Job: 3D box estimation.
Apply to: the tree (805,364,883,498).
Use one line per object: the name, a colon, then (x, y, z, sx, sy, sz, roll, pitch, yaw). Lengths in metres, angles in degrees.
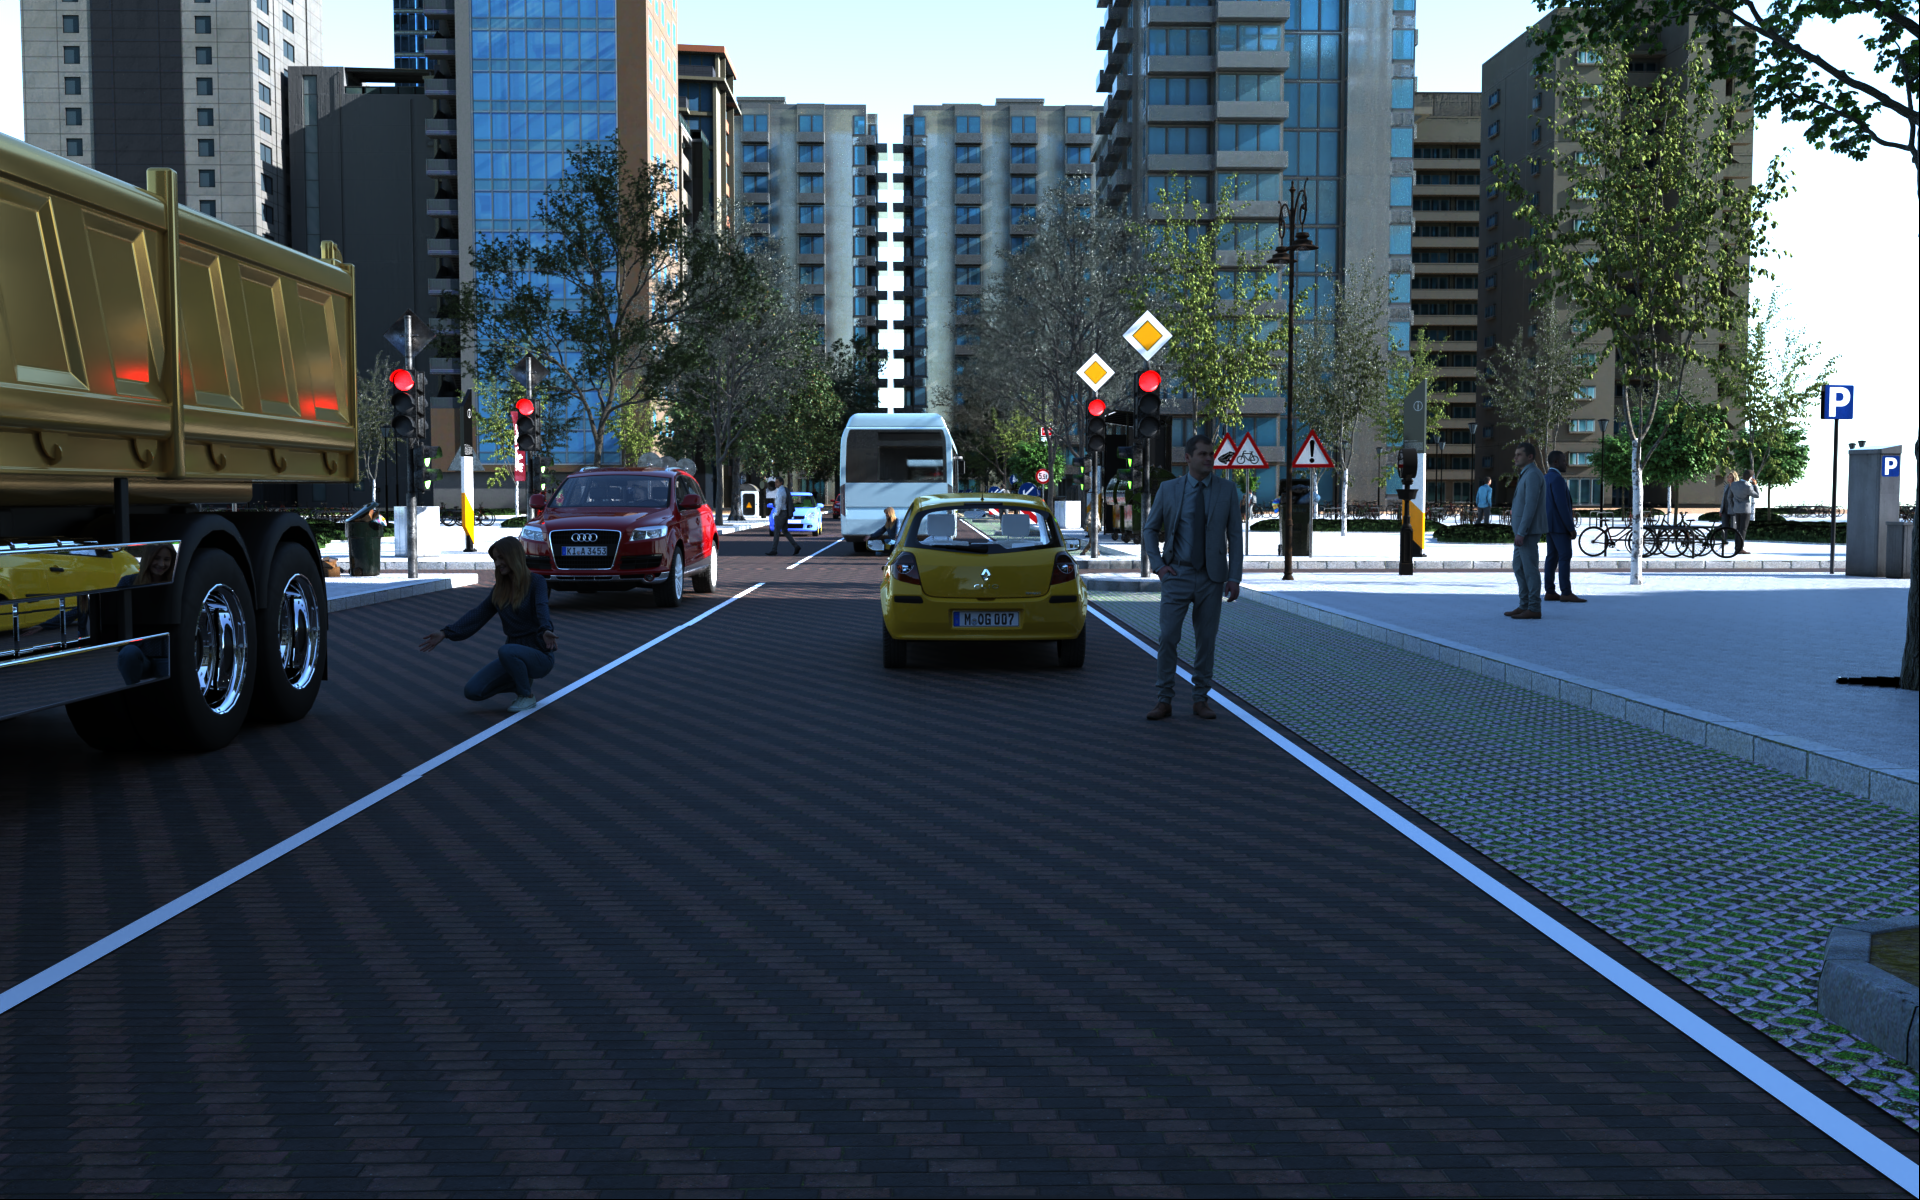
tree: (-12.055, -16.108, 170.017, 9.857, 13.997, 8.962, 0, 3, 0)

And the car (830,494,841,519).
car: (-6.527, -5.666, 101.685, 2.155, 1.783, 4.494, 0, 4, -2)

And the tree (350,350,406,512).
tree: (-30.214, -8.504, 89.403, 4.360, 8.622, 3.978, 0, 3, 0)

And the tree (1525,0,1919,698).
tree: (6.578, -5.217, 11.052, 9.928, 11.665, 9.643, 0, 3, 0)

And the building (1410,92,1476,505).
building: (60.649, -36.019, 212.613, 21.600, 48.544, 21.300, 0, 4, -1)

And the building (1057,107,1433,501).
building: (25.829, -28.996, 165.967, 32.217, 40.220, 23.993, 0, 4, -1)

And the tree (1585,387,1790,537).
tree: (21.726, -4.217, 52.661, 4.285, 4.588, 4.351, 0, 3, 0)

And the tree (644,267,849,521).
tree: (-10.820, -10.194, 83.679, 9.611, 12.733, 9.660, 0, 3, 0)

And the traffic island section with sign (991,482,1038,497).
traffic island section with sign: (2.197, -3.121, 59.650, 1.989, 1.847, 2.006, 0, 4, -1)

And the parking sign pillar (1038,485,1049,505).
parking sign pillar: (4.343, -6.504, 94.819, 1.447, 3.967, 1.447, 2, 4, 28)

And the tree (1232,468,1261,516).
tree: (16.989, -6.576, 102.118, 1.663, 3.219, 1.824, 0, 3, 0)

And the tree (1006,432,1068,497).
tree: (4.084, -6.585, 91.373, 4.285, 4.588, 4.351, 0, 3, 0)

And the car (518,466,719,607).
car: (-4.567, -0.916, 23.652, 2.281, 1.827, 5.304, 0, 3, 0)

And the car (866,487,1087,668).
car: (0.147, -0.336, 15.723, 2.015, 1.641, 3.980, 0, 4, -2)

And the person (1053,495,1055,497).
person: (6.743, -7.700, 132.661, 1.217, 1.743, 0.721, 1, 4, 18)

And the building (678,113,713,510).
building: (-26.715, -21.994, 131.302, 14.160, 30.474, 14.107, 0, 4, -1)

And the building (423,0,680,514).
building: (-26.848, -28.539, 116.715, 14.600, 45.320, 14.200, 0, 4, -1)

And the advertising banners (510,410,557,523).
advertising banners: (-9.012, -2.504, 37.135, 0.090, 3.025, 2.074, 1, 4, 20)

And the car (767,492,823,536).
car: (-5.678, -3.078, 59.921, 1.945, 1.707, 3.694, 0, 4, -2)

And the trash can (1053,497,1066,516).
trash can: (5.013, -4.654, 87.752, 0.748, 1.137, 0.748, 0, 3, 0)

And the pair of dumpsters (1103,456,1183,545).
pair of dumpsters: (4.872, -2.655, 45.911, 1.574, 2.255, 4.437, 0, 4, -1)

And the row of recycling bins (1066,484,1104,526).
row of recycling bins: (5.145, -3.919, 71.186, 1.069, 1.692, 3.534, -1, 4, -12)

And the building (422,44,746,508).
building: (-34.302, -31.219, 165.058, 28.867, 44.769, 22.147, 0, 4, -1)

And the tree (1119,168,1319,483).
tree: (5.718, -5.466, 39.726, 4.737, 8.622, 4.395, 0, 3, 0)

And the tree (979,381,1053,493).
tree: (3.905, -9.799, 110.577, 4.737, 8.622, 4.395, 0, 3, 0)

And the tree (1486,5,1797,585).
tree: (9.502, -4.511, 24.121, 4.737, 8.622, 4.395, 0, 3, 0)

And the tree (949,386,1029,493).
tree: (2.620, -15.849, 176.143, 9.611, 12.733, 9.660, 0, 3, 0)

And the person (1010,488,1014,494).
person: (4.063, -7.891, 135.143, 0.705, 1.814, 1.350, 1, 4, 14)

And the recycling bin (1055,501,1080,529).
recycling bin: (3.980, -3.154, 64.128, 0.722, 1.027, 0.722, -2, 4, -31)

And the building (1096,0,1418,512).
building: (22.647, -31.709, 138.056, 23.786, 49.044, 30.456, 0, 4, -1)

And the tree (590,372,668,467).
tree: (-18.162, -8.878, 95.520, 4.737, 8.622, 4.395, 0, 3, 0)

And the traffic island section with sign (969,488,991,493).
traffic island section with sign: (1.613, -4.810, 87.277, 1.989, 1.847, 2.006, 0, 4, -1)

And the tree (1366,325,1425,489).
tree: (19.507, -7.644, 75.343, 4.737, 8.622, 4.395, 0, 3, 0)

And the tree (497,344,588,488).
tree: (-20.833, -8.278, 85.702, 4.360, 8.622, 3.978, 0, 3, 0)

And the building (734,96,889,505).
building: (-23.994, -36.204, 211.544, 30.456, 49.044, 23.786, 0, 4, -1)

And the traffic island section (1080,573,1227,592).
traffic island section: (2.876, -0.267, 26.647, 2.009, 0.180, 2.903, 0, 4, -1)

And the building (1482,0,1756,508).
building: (63.943, -33.257, 167.456, 21.600, 48.544, 21.300, 0, 4, -1)

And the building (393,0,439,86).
building: (-54.708, -54.847, 209.412, 31.000, 86.520, 22.319, 0, 4, -1)

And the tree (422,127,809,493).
tree: (-9.479, -6.747, 44.719, 8.767, 10.594, 7.601, -2, 4, -26)

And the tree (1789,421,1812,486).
tree: (33.140, -5.323, 70.742, 4.285, 4.588, 4.351, 0, 3, 0)

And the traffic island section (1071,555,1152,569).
traffic island section: (2.709, -0.755, 34.630, 2.009, 0.180, 2.903, 0, 4, -1)

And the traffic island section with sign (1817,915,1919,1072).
traffic island section with sign: (3.355, 0.265, 4.296, 1.989, 1.847, 2.006, 0, 4, -1)

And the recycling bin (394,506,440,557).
recycling bin: (-11.122, -1.402, 35.471, 0.722, 1.027, 0.722, -3, 4, -37)

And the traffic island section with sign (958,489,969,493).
traffic island section with sign: (0.031, -9.468, 163.427, 1.989, 1.847, 2.006, 0, 4, -1)

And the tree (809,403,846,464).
tree: (-11.909, -10.703, 109.412, 7.601, 10.594, 8.767, -1, 4, -23)

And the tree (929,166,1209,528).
tree: (4.545, -9.517, 65.969, 12.009, 13.543, 11.850, 0, 3, 0)

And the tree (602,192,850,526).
tree: (-9.674, -9.766, 70.041, 12.009, 13.543, 11.850, 0, 3, 0)

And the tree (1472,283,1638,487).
tree: (20.070, -6.671, 59.430, 4.360, 8.622, 3.978, 0, 3, 0)

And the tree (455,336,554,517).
tree: (-20.530, -7.881, 79.221, 4.737, 8.622, 4.395, 0, 3, 0)

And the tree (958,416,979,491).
tree: (2.162, -12.457, 154.038, 4.737, 8.622, 4.395, 0, 3, 0)

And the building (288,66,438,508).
building: (-55.871, -29.712, 169.386, 14.086, 41.232, 14.154, 0, 4, -1)

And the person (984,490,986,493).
person: (2.429, -9.302, 159.600, 0.415, 1.643, 0.593, 3, 5, 44)

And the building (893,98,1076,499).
building: (7.100, -36.256, 212.390, 30.456, 49.044, 23.786, 0, 4, -1)

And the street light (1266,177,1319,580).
street light: (4.906, -3.238, 25.721, 0.468, 5.910, 1.993, 0, 4, -1)

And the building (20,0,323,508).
building: (-73.609, -44.451, 165.028, 20.611, 71.187, 20.563, 0, 4, -1)

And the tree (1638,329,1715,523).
tree: (31.192, -7.718, 76.551, 4.360, 8.622, 3.978, 0, 3, 0)

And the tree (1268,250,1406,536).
tree: (11.719, -6.277, 52.985, 4.360, 8.622, 3.978, 0, 3, 0)

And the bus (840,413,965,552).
bus: (-1.389, -3.131, 46.053, 2.948, 3.499, 13.247, 0, 4, 1)

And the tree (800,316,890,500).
tree: (-14.615, -20.151, 185.354, 12.611, 20.169, 13.585, 0, 3, 0)
